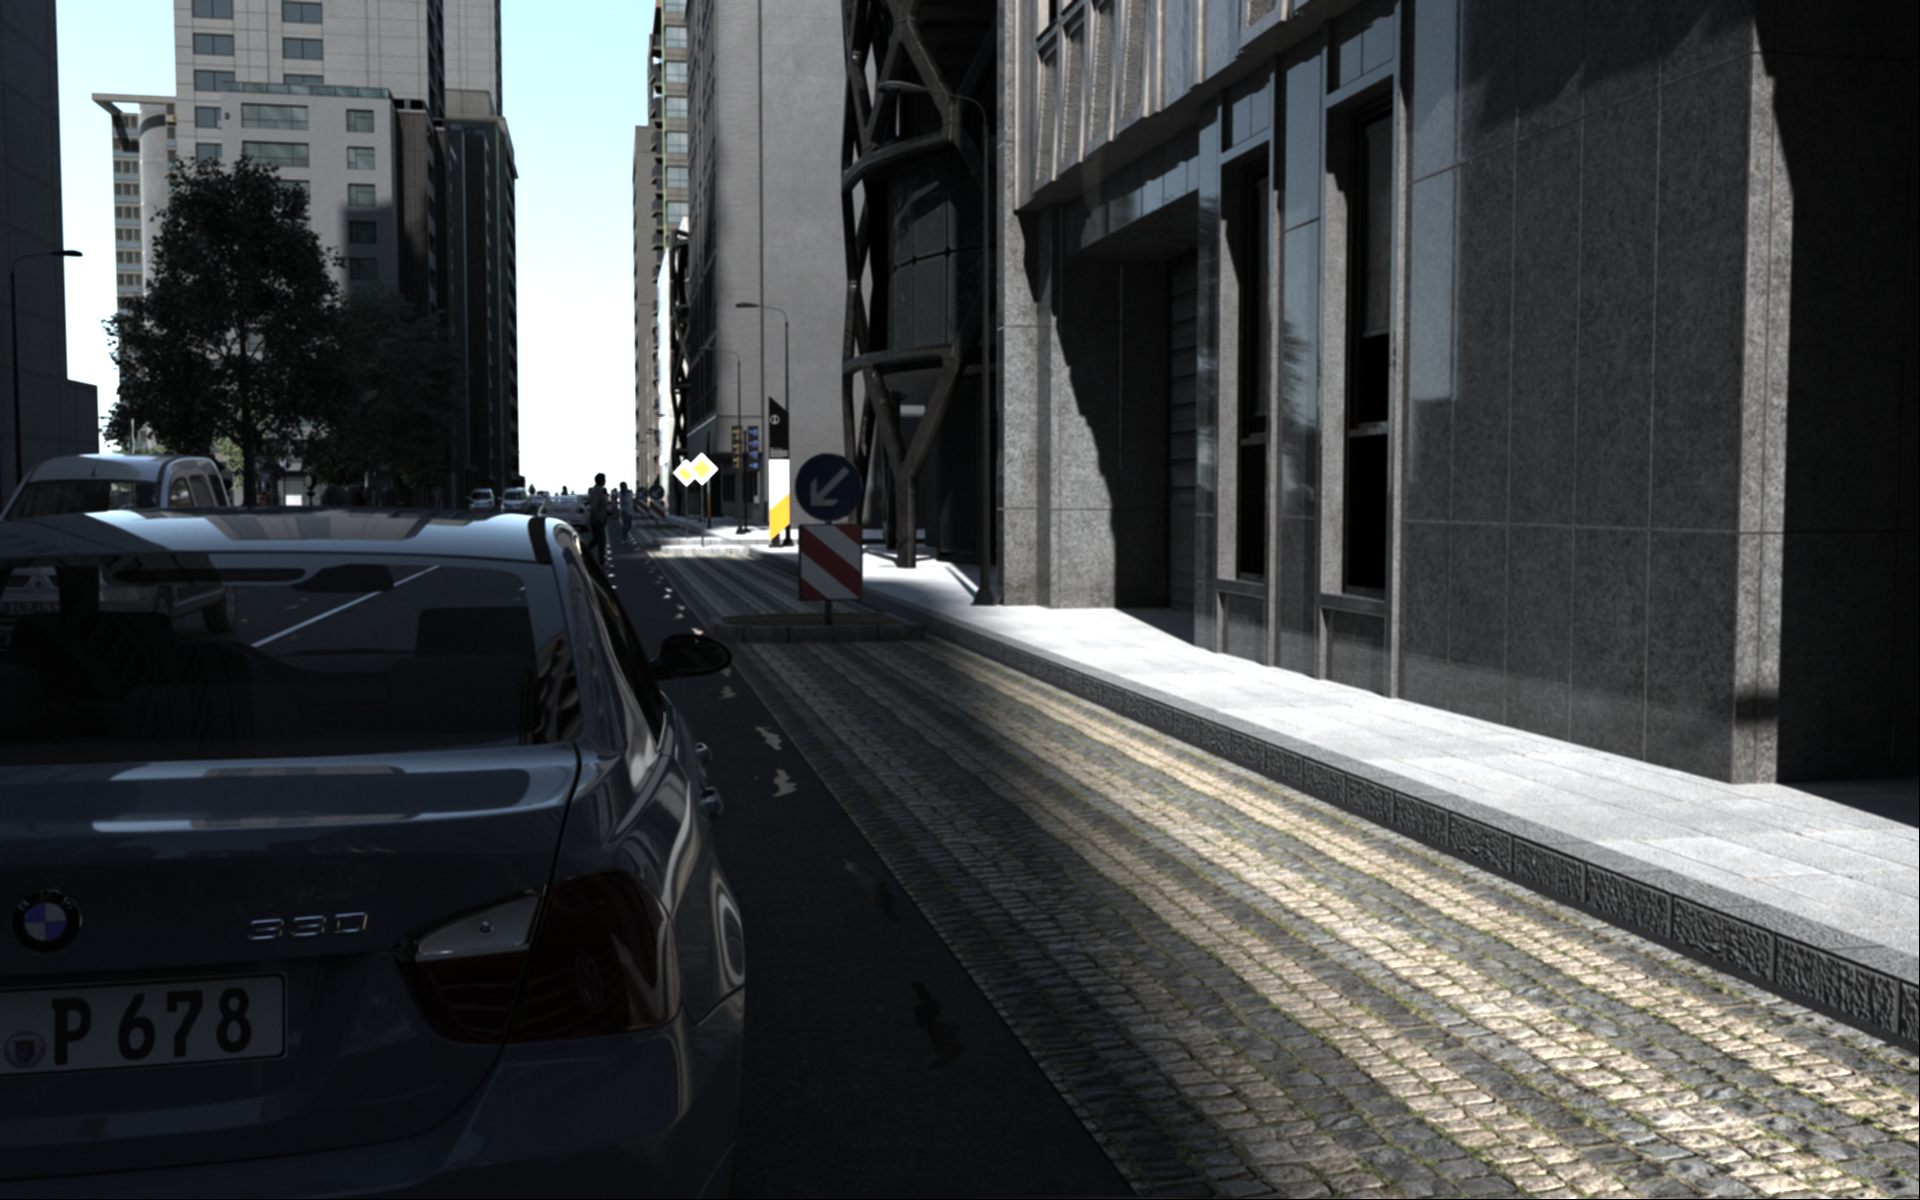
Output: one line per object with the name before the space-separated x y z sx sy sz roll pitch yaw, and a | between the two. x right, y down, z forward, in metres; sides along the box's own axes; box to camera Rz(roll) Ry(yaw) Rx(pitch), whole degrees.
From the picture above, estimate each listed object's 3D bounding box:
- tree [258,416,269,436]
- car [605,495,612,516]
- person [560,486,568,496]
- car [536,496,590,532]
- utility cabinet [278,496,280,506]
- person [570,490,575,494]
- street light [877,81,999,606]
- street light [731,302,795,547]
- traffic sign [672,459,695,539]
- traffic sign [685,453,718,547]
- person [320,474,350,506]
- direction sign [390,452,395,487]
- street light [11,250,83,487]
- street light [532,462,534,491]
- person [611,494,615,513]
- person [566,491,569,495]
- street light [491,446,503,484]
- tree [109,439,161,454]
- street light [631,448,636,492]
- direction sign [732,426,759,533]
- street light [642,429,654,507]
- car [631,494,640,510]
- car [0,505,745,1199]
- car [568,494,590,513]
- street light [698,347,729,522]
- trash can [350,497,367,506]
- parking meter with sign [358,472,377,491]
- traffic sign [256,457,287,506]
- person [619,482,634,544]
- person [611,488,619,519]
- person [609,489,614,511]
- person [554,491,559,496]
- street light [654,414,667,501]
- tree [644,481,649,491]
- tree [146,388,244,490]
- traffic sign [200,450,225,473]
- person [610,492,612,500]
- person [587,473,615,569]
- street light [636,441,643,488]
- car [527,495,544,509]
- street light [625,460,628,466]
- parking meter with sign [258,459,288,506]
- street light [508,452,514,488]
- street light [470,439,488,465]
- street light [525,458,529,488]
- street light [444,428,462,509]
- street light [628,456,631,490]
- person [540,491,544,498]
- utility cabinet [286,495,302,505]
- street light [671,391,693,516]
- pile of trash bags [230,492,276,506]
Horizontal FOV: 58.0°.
tree | -48.314 -10.159 116.468 4.737 8.622 4.395 0 3 0
car | -24.044 -6.266 114.809 2.083 1.381 4.827 -1 4 -13
person | -17.643 -4.214 77.505 0.767 1.812 0.694 -2 4 -24
car | -15.249 -3.320 66.636 2.083 1.381 4.827 -1 4 -11
utility cabinet | -36.537 -4.944 91.999 0.306 1.237 1.020 1 4 15
person | -34.653 -8.959 154.997 1.348 1.821 0.705 0 4 0
street light | -0.240 -2.888 19.768 1.470 5.913 1.316 -1 4 -12
street light | -4.751 -4.261 42.205 1.470 5.913 1.316 -1 4 -12
traffic sign | -7.857 -2.821 49.767 0.795 2.450 0.064 -1 4 -12
traffic sign | -6.245 -2.343 41.946 0.795 2.450 0.064 -1 4 -12
person | -12.140 -1.535 33.694 0.679 1.850 0.850 1 4 17
direction sign | -30.463 -6.180 93.041 0.379 3.537 0.876 0 4 -7
street light | -17.386 -3.698 33.006 1.470 5.913 1.316 -1 4 -12
street light | -61.774 -16.883 248.579 1.470 5.913 1.316 -1 4 -12
person | -26.360 -7.367 132.166 0.599 1.433 0.991 1 4 14
person | -36.102 -9.116 158.351 0.742 1.727 0.445 0 4 2
street light | -45.192 -11.947 167.881 1.470 5.913 1.316 -1 4 -12
tree | -48.869 -7.273 102.623 4.285 4.588 4.351 0 3 0
street light | -32.251 -12.395 175.205 1.470 5.913 1.316 -1 4 -12
direction sign | -7.132 -4.011 57.572 0.876 3.537 0.379 -1 4 -15
street light | -22.934 -9.654 130.391 1.470 5.913 1.316 -1 4 -12
car | -26.119 -7.886 137.736 1.959 1.807 4.718 -1 4 -12
car | -1.521 0.479 4.176 2.014 1.417 4.499 -1 4 -12
car | -21.239 -5.193 96.704 2.131 1.459 4.920 -1 4 -11
street light | -7.537 -5.040 54.945 1.470 5.913 1.316 -1 4 -12
trash can | -26.944 -4.039 77.690 0.748 1.137 0.748 0 3 0
parking meter with sign | -40.018 -7.330 116.099 1.738 3.016 0.543 -2 4 -28
traffic sign | -18.875 -2.684 47.526 0.795 2.450 0.064 -1 4 -12
person | -9.652 -2.521 49.978 0.793 1.790 0.793 -1 4 -16
person | -19.987 -5.598 100.209 0.466 1.800 0.511 -3 5 -40
person | -28.721 -8.226 142.981 0.705 1.826 1.348 -2 4 -28
person | -48.272 -12.123 207.258 0.990 1.755 0.434 1 4 21
street light | -16.929 -7.859 101.041 1.470 5.913 1.316 -1 4 -12
tree | -36.852 -12.991 207.007 1.663 3.219 1.824 0 3 0
tree | -41.370 -8.663 91.997 4.737 8.622 4.395 0 3 0
traffic sign | -17.263 -2.206 39.705 0.795 2.450 0.064 -1 4 -12
person | -35.681 -10.303 177.629 0.621 1.740 0.551 1 4 13
person | -7.045 -1.525 33.286 0.795 1.843 0.661 -1 4 -9
street light | -27.534 -11.026 152.810 1.470 5.913 1.316 -1 4 -12
car | -35.886 -8.174 146.002 2.083 1.381 4.827 -1 4 -13
street light | -39.892 -14.627 211.689 1.470 5.913 1.316 -1 4 -12
parking meter with sign | -33.512 -5.366 83.997 0.543 3.016 1.738 3 4 38
street light | -49.770 -13.330 190.487 1.470 5.913 1.316 -1 4 -12
street light | -40.563 -10.577 145.468 1.470 5.913 1.316 -1 4 -12
street light | -57.128 -15.496 225.897 1.470 5.913 1.316 -1 4 -12
street light | -35.860 -9.165 122.391 1.470 5.913 1.316 -1 4 -12
street light | -36.986 -13.828 198.631 1.470 5.913 1.316 -1 4 -12
person | -38.244 -9.098 157.971 0.721 1.743 1.217 -3 5 -42
utility cabinet | -43.444 -6.220 112.857 1.020 1.237 0.306 -2 4 -32
street light | -12.299 -6.487 78.608 1.470 5.913 1.316 -1 4 -12
pile of trash bags | -28.934 -3.667 69.710 3.447 1.369 1.912 1 4 23
